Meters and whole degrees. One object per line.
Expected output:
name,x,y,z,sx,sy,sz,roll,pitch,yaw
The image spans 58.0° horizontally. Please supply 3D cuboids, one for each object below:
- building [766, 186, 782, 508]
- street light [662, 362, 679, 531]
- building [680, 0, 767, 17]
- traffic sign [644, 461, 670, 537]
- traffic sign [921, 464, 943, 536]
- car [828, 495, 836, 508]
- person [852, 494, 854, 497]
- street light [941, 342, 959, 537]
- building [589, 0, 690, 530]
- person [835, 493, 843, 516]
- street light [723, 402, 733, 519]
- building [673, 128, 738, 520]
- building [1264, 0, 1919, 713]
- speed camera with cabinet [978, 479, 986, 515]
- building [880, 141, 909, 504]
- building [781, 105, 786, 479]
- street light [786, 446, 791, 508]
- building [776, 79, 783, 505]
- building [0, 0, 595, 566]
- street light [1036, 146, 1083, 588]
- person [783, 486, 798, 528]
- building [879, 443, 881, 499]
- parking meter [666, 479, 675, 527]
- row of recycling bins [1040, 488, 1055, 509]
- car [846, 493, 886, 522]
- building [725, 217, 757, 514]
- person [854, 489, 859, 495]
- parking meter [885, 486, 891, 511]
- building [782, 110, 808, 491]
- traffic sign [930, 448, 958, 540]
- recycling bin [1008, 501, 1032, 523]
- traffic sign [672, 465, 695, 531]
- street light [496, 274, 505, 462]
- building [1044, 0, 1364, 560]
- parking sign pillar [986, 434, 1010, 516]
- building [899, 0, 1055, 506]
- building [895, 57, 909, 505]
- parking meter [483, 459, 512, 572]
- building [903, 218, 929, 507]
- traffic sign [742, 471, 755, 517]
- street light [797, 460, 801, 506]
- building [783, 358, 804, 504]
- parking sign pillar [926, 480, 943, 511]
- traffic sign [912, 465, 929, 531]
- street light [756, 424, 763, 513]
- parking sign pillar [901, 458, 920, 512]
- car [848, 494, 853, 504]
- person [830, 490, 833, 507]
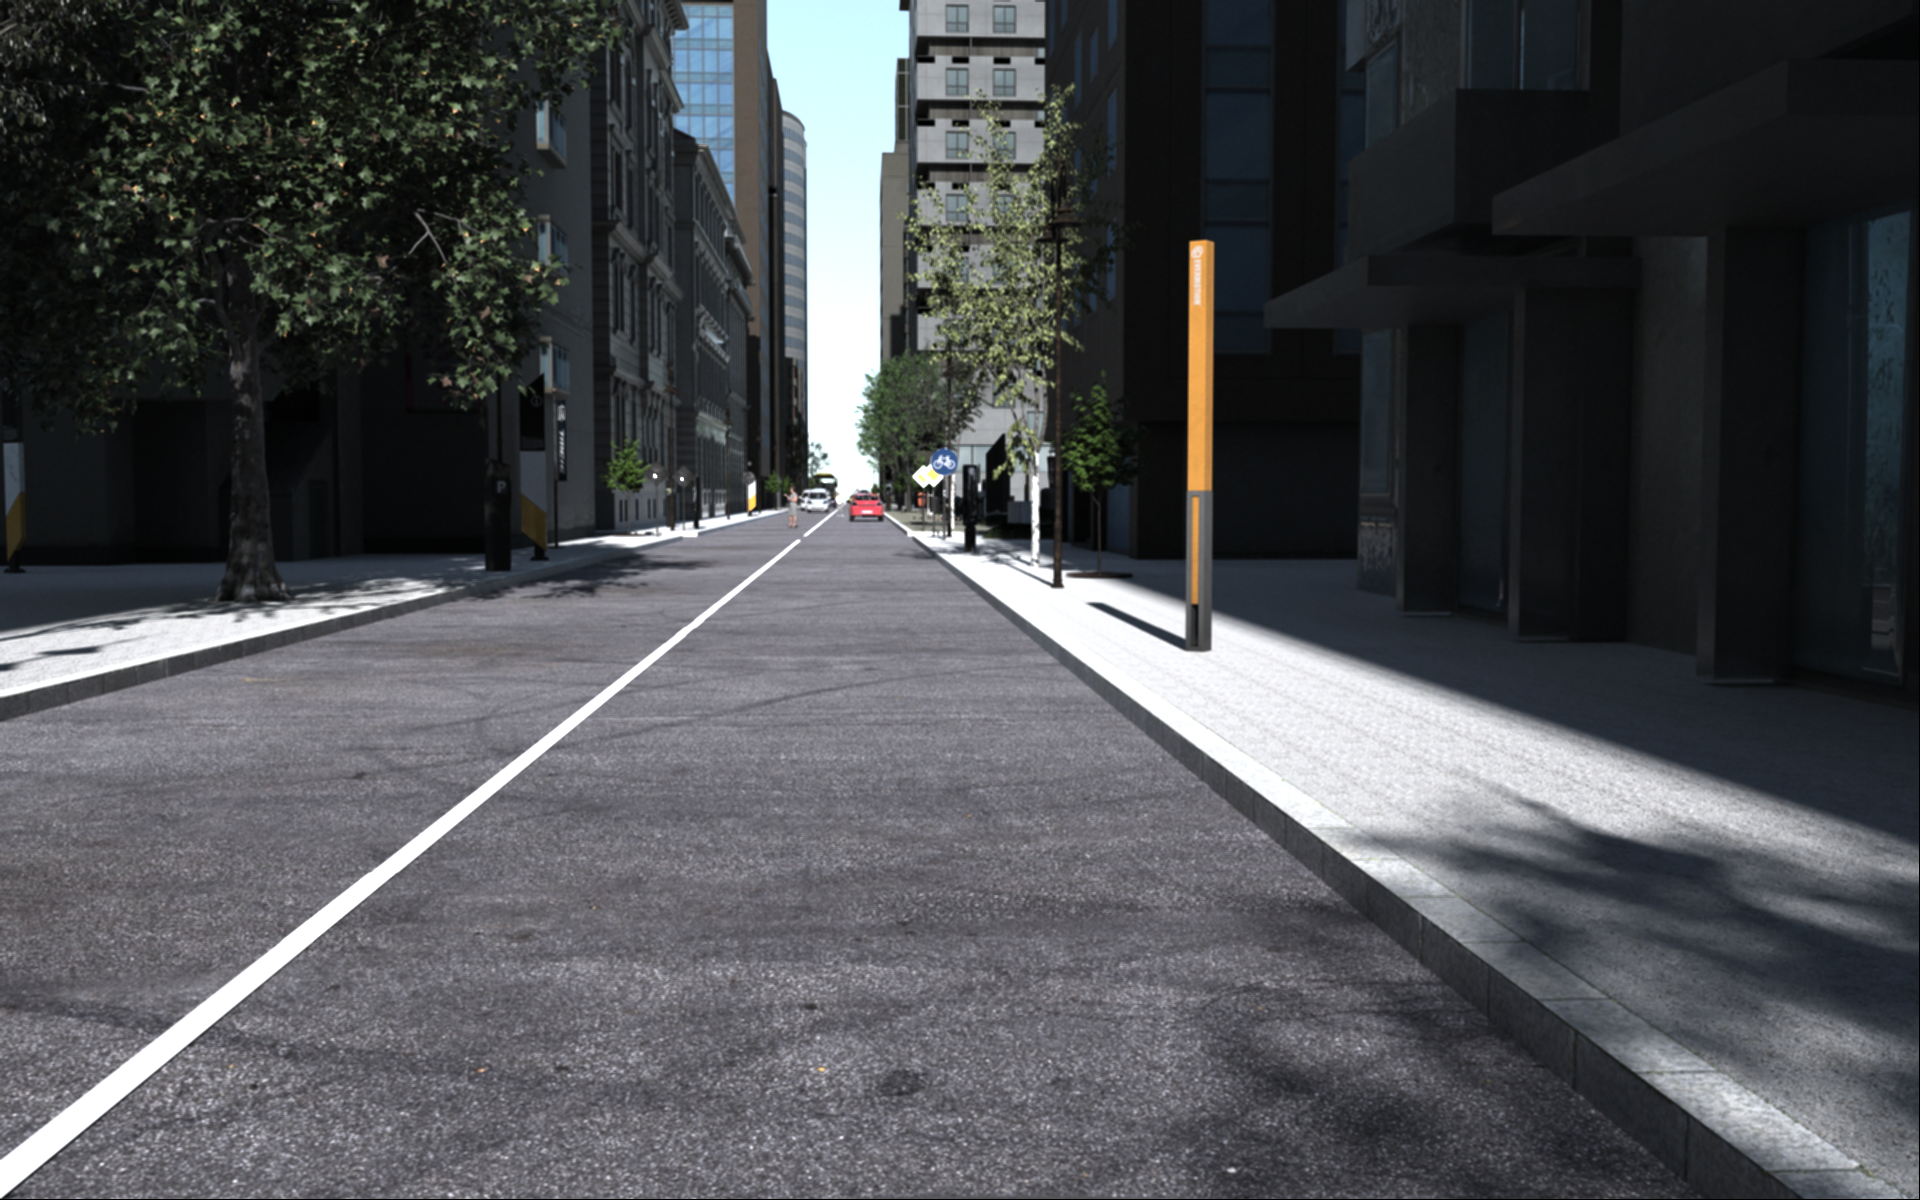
building,-23.451,-23.469,155.426,14.160,30.474,14.107,0,4,-3
street light,-10.087,-5.370,60.595,0.468,5.910,1.993,0,4,-3
building,-22.856,-30.015,140.855,14.600,45.320,14.200,0,4,-3
traffic sign,-9.077,-2.952,51.909,0.795,2.450,0.064,0,4,-3
traffic sign,-0.796,-2.981,52.379,0.795,2.450,0.064,0,4,-3
car,-13.730,-10.221,179.685,1.945,1.354,3.894,0,4,-4
person,-12.602,-12.340,210.278,1.348,1.821,0.705,1,4,11
street light,-0.318,-4.823,51.640,0.468,5.910,1.993,0,4,-3
building,-19.044,-17.345,70.978,14.401,28.519,23.554,0,4,-3
person,-7.790,-6.174,112.038,0.523,1.515,0.503,1,4,22
street light,-11.691,-7.003,87.289,0.468,5.910,1.993,0,4,-3
building,-18.558,-15.771,94.005,11.583,22.565,21.152,0,4,-3
building,15.554,-23.840,9.386,23.786,49.044,30.456,0,4,-3
speed camera with cabinet,1.436,-6.683,103.596,0.660,3.252,2.038,-1,4,-19
building,-0.009,-37.337,234.163,21.300,48.544,21.600,0,4,-3
building,-25.895,-32.604,183.178,14.600,45.320,14.200,0,4,-3
street light,-16.188,-11.693,163.963,0.468,5.910,1.993,0,4,-3
building,-25.346,-31.737,169.012,14.600,45.320,14.200,0,4,-3
building,-20.850,-25.432,39.522,21.600,48.544,21.300,0,4,-3
street light,1.336,-3.103,23.524,0.468,5.910,1.993,0,4,-3
person,-7.236,-3.972,73.803,0.532,1.782,0.716,-2,4,-33
building,1.838,-25.433,260.865,27.650,21.520,28.899,0,4,-3
parking meter,-11.190,-3.744,66.918,0.255,1.863,0.399,1,4,8
row of recycling bins,6.221,-6.720,116.982,1.069,1.692,3.534,1,4,17
car,-4.972,-5.067,91.887,2.155,1.783,4.494,0,4,-4
building,-21.005,-16.800,116.482,13.314,21.916,24.055,0,4,-3
person,-7.728,-7.435,129.917,0.638,1.841,0.748,-2,4,-24
parking meter,-5.345,-7.518,128.623,0.399,1.863,0.255,0,4,2
building,-33.852,-43.944,260.476,21.231,58.520,28.212,0,4,-3
traffic sign,-0.438,-2.933,48.056,0.768,2.556,0.104,0,3,0
recycling bin,2.168,-2.968,61.088,0.722,1.027,0.722,-3,4,-36
traffic sign,-9.551,-3.440,59.880,0.795,2.450,0.064,0,4,-3
street light,-8.203,-3.549,30.815,0.468,5.910,1.993,0,4,-3
building,9.597,-23.814,39.472,14.600,45.320,14.200,0,4,-3
parking sign pillar,1.706,-5.463,77.786,1.447,3.967,1.447,-2,4,-35
building,9.032,-35.047,162.250,28.713,52.752,27.495,0,4,-3
building,-2.384,-51.719,283.851,20.563,71.187,20.611,0,4,-3
parking meter,-7.692,-1.414,28.832,0.255,1.863,0.399,3,4,39
building,1.006,-25.171,183.253,14.160,30.474,14.107,0,4,-3
traffic sign,-11.869,-5.938,97.190,0.768,2.556,0.104,0,4,0
street light,-17.711,-13.328,190.695,0.468,5.910,1.993,0,4,-3
building,-35.411,-23.726,232.961,27.650,21.520,28.899,0,4,-3
parking sign pillar,-1.878,-8.893,133.874,1.447,3.967,1.447,0,4,2
traffic sign,-1.270,-3.468,60.350,0.795,2.450,0.064,0,4,-3
street light,-13.229,-8.656,114.315,0.468,5.910,1.993,0,4,-3
parking sign pillar,-3.641,-8.495,127.361,1.447,3.967,1.447,0,4,6
car,-14.442,-14.002,239.157,2.015,1.641,3.980,0,4,-4
person,-14.285,-11.281,192.575,0.705,1.869,1.348,0,4,-5
